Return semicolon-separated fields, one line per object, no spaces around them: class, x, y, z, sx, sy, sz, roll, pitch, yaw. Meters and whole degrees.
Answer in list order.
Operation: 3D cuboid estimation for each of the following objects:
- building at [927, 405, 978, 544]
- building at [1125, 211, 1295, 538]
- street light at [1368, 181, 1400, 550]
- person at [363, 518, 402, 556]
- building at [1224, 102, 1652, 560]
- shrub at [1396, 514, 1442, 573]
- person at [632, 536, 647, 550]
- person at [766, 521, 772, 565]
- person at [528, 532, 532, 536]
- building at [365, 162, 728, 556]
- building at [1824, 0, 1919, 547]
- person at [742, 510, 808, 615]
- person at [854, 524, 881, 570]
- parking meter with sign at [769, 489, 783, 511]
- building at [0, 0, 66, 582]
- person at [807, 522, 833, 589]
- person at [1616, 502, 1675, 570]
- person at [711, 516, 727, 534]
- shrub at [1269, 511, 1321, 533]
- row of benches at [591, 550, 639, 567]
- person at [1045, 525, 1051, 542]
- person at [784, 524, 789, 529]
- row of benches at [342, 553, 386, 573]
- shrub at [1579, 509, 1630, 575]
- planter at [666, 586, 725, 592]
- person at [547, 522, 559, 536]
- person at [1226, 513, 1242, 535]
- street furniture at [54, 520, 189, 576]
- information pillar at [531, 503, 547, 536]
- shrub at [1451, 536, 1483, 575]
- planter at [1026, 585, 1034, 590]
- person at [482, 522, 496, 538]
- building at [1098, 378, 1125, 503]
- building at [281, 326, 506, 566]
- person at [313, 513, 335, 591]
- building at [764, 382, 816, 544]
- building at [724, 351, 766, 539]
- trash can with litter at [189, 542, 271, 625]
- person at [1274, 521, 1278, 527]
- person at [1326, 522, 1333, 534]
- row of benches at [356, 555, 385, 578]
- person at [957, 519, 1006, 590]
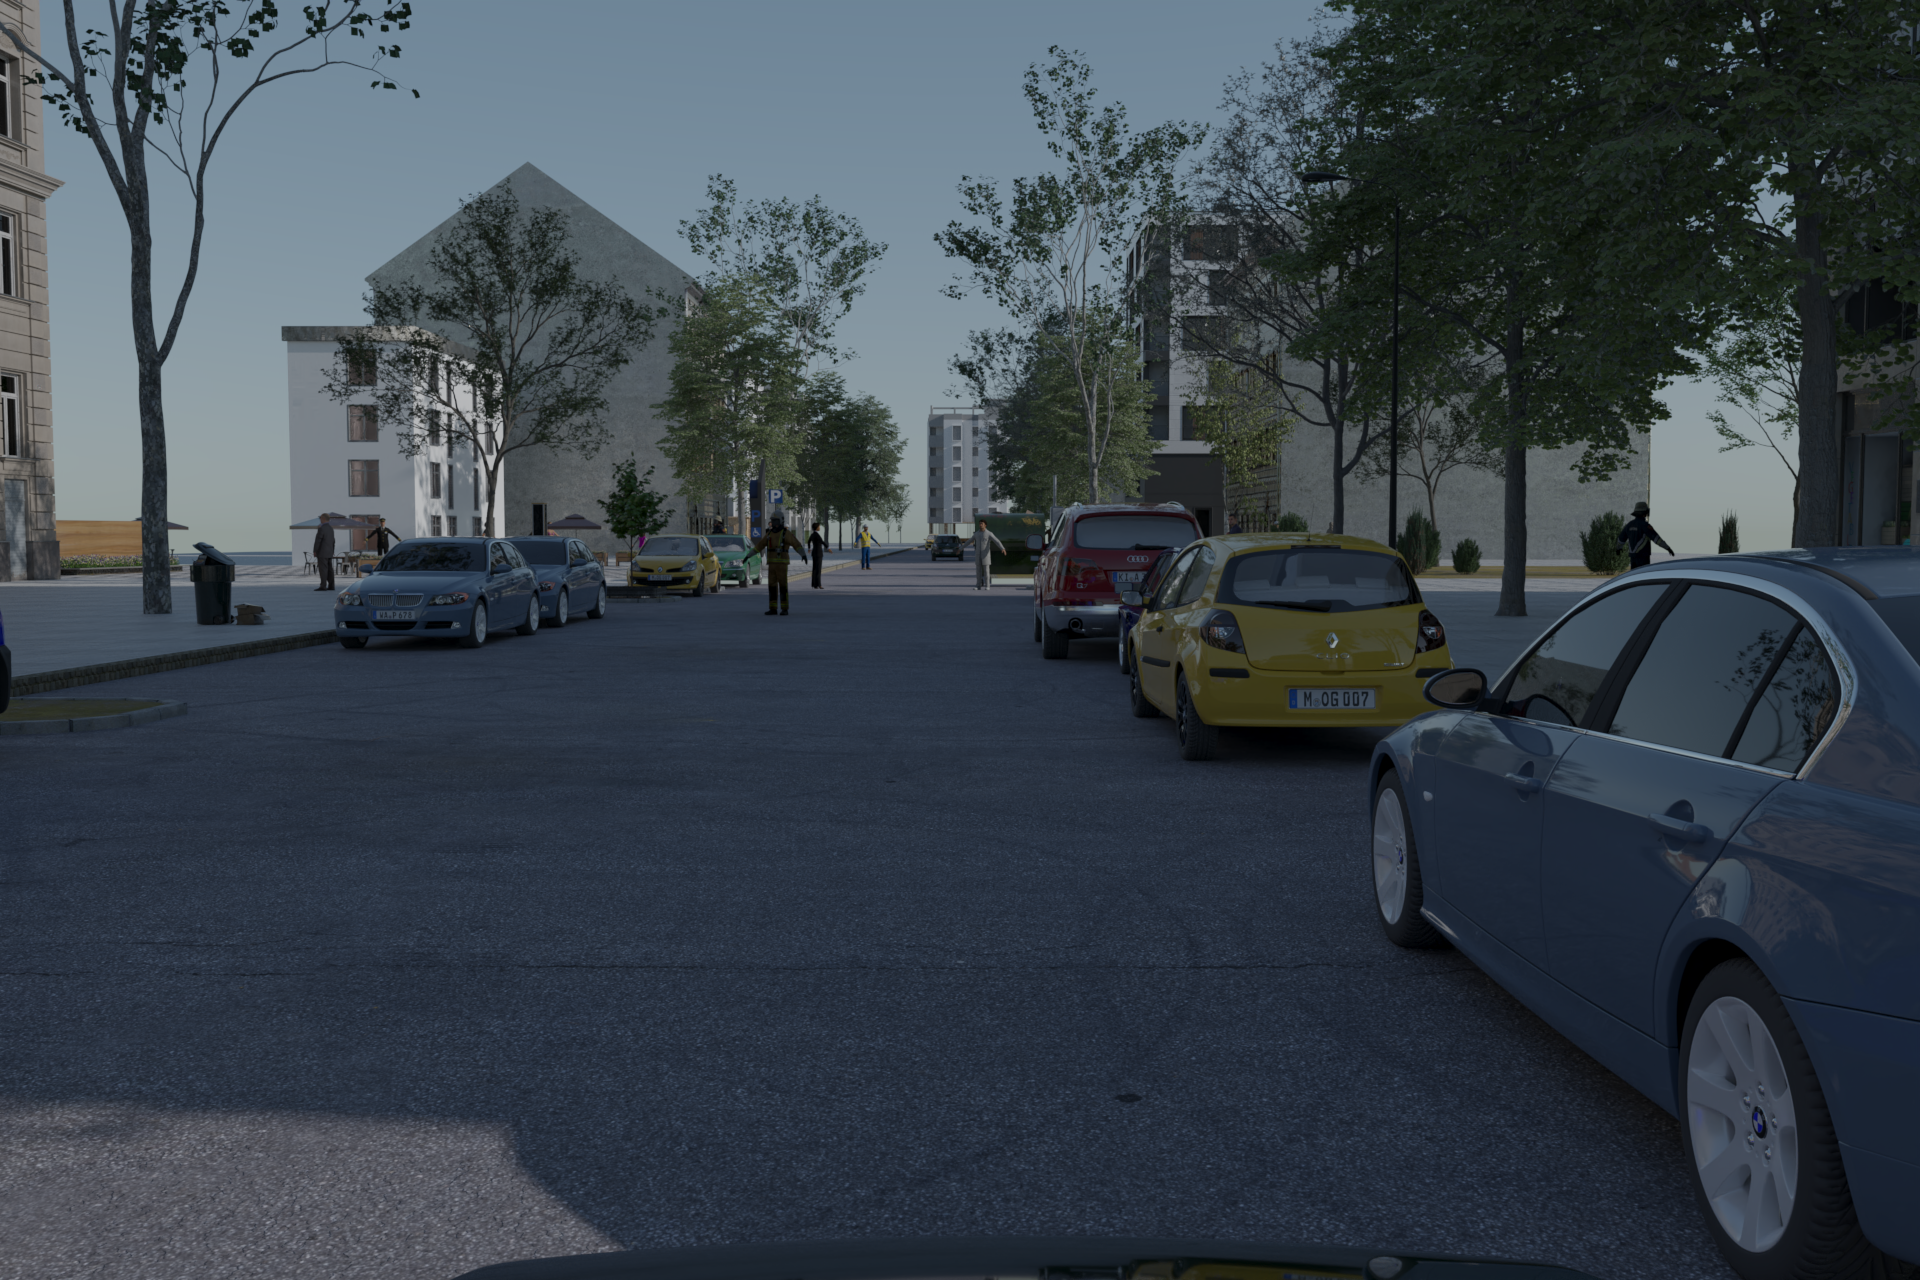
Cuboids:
building;-4.253;-23.643;245.445;11.380;20.090;16.016;0;4;-5
building;25.743;-17.253;126.057;27.936;21.610;32.646;0;4;0
street light;6.154;-3.047;22.356;1.470;5.913;1.316;0;4;0
person;-19.914;-3.293;59.777;1.347;1.837;0.705;-1;4;-22
building;25.246;-16.159;95.127;19.493;23.208;18.063;0;4;0
shrub;15.234;-3.263;57.764;1.690;2.028;1.600;0;3;0
person;-12.319;-3.521;66.835;0.991;1.433;0.599;3;4;37
person;-7.769;-3.973;71.138;1.347;1.806;0.705;0;4;-8
person;-17.919;-4.128;73.713;1.346;1.802;0.704;-2;4;-28
building;-25.522;-17.177;111.769;19.493;23.208;18.063;0;4;0
building;26.815;-13.110;17.558;19.350;26.588;34.151;0;4;1
person;-3.225;-1.366;30.565;1.354;1.858;0.705;2;4;28
person;-3.766;-3.734;69.484;1.349;1.833;0.705;-3;5;-40
parking meter with sign;-7.179;-4.413;68.418;0.543;3.016;1.738;0;4;0
building;-31.247;-14.616;36.232;12.463;27.353;25.104;0;4;1
person;-3.669;-2.203;45.203;0.721;1.740;1.216;-2;4;-33
person;11.865;-1.485;30.155;0.704;1.845;1.351;-1;4;-21
person;-7.621;-2.973;54.383;0.705;1.856;1.354;-2;4;-35
shrub;9.950;-2.911;52.019;1.690;2.028;1.600;0;3;0
row of benches;-14.453;-3.257;68.710;4.104;0.672;1.422;0;4;-4
person;4.248;-4.508;79.842;1.346;1.812;0.704;1;4;17
person;-8.445;-4.704;83.378;0.721;1.772;1.216;0;4;-5
row of benches;-18.400;-2.550;57.161;4.104;0.672;1.422;1;4;14
shrub;20.176;-3.050;53.906;1.661;2.075;1.752;0;3;0
planter;-7.032;-1.395;43.955;1.991;0.319;1.994;0;4;1
person;-14.917;-3.451;63.228;0.721;1.733;1.217;3;5;41
person;5.718;-1.788;36.190;0.530;1.710;0.541;0;4;1
street furniture;-29.779;-2.992;55.768;11.010;1.723;9.812;0;4;5
information pillar;-9.913;-2.225;40.873;0.304;2.012;0.304;0;4;-1
shrub;16.058;-2.676;54.869;1.383;1.207;1.383;0;3;0
planter;2.714;-1.454;44.905;1.991;0.319;1.994;0;3;0
person;-20.124;-4.152;74.027;0.704;1.843;1.345;1;4;13
building;24.635;-22.372;196.714;19.493;23.208;18.063;0;4;0
building;-26.547;-8.677;84.012;9.099;9.664;28.070;0;4;0
person;-14.399;-1.991;39.141;0.434;1.755;0.990;1;4;8
building;-28.005;-21.450;217.159;16.747;18.905;31.486;0;4;1
building;-26.691;-19.811;180.325;16.016;20.090;11.380;0;4;0
trash can with litter;-10.344;-0.807;24.583;1.055;1.170;0.624;0;4;0
person;13.777;-4.259;75.493;0.705;1.847;1.347;3;4;36
person;16.214;-4.244;75.523;0.705;1.813;1.348;-1;4;-14
row of benches;-15.773;-2.205;51.521;4.104;0.672;1.422;-2;4;-26
person;0.569;-2.184;44.354;1.347;1.806;0.705;1;4;22
